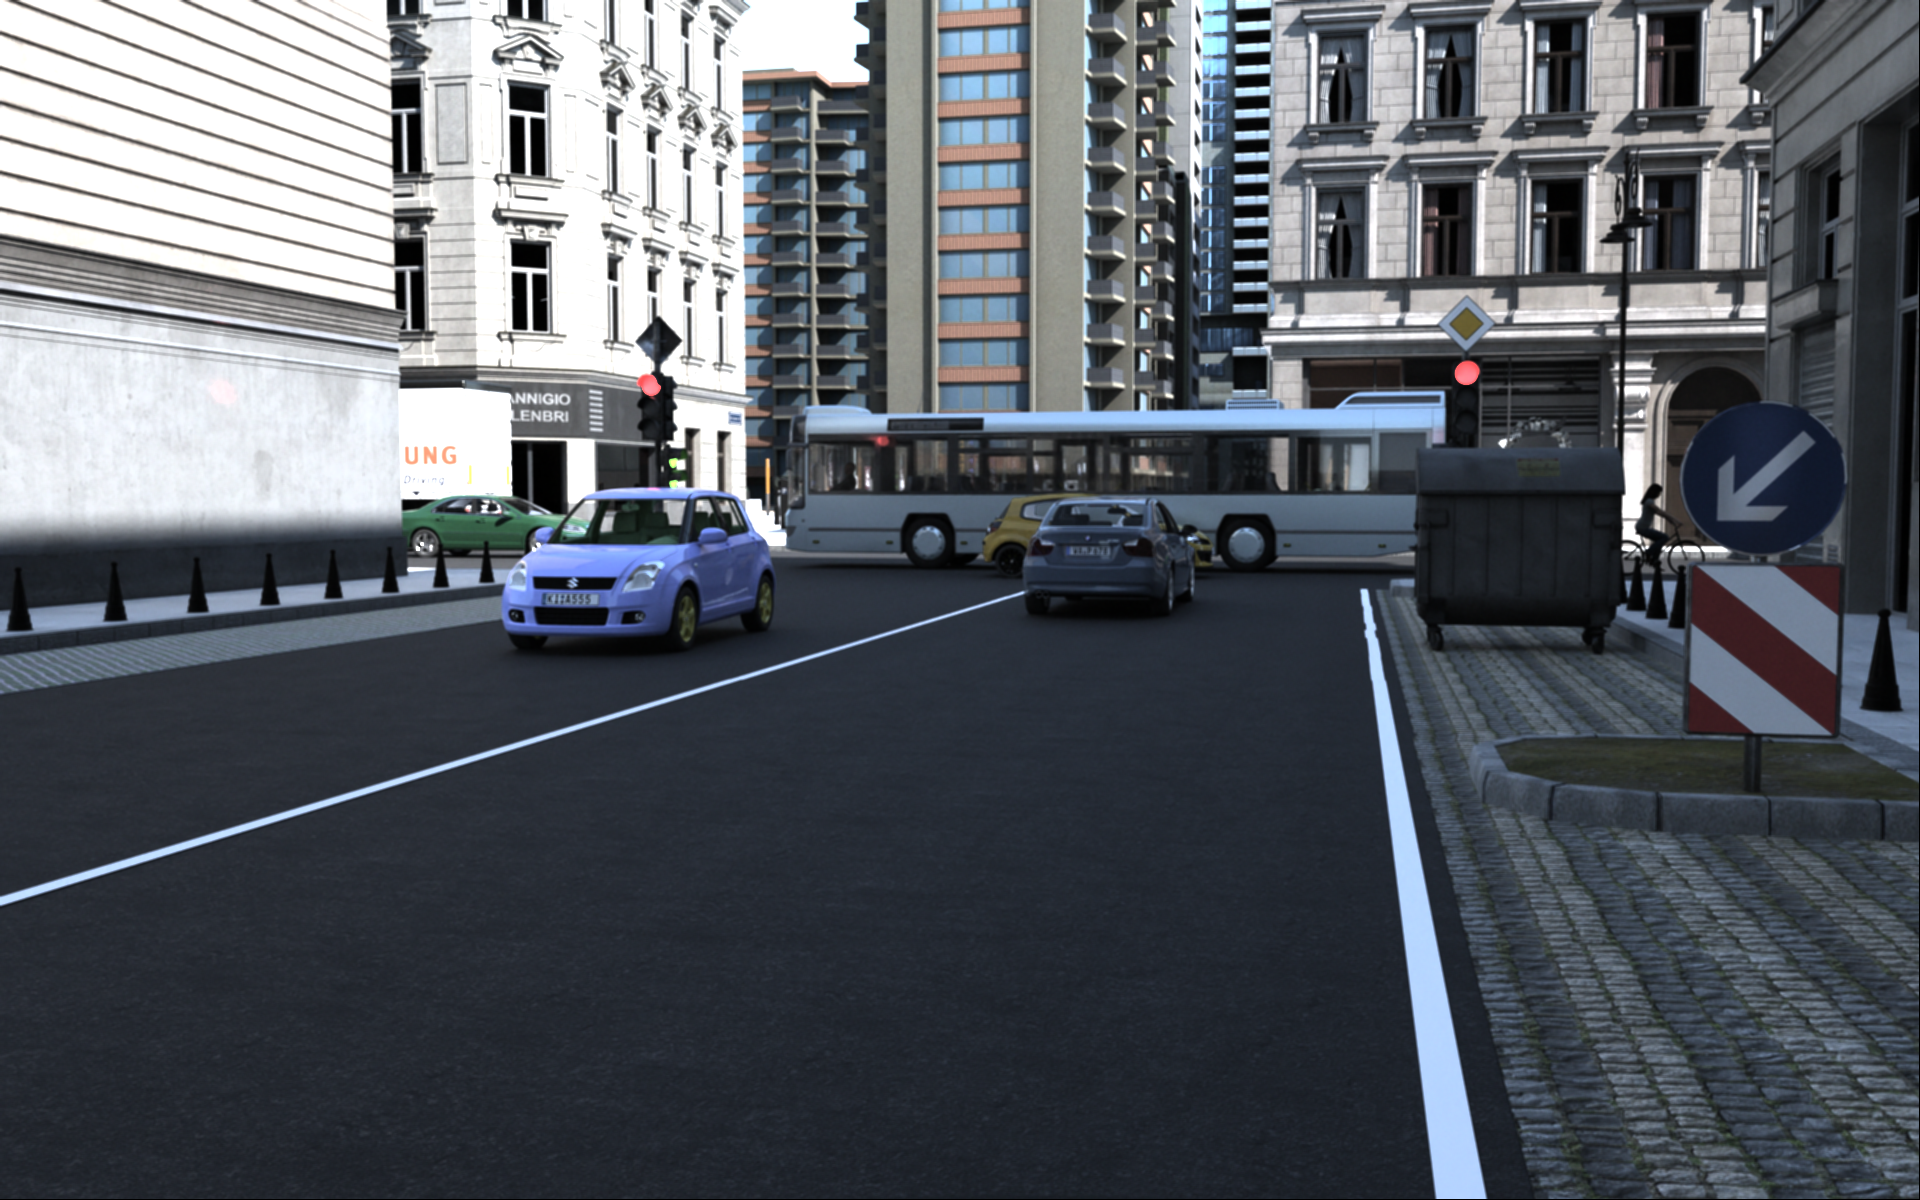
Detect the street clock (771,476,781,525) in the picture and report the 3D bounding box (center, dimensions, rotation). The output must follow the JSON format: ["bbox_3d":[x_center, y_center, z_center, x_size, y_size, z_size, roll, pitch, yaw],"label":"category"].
[{"bbox_3d":[-7.513,-4.068,71.075,0.471,2.002,0.358,-3,5,-44],"label":"street clock"}]

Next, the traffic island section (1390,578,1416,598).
[{"bbox_3d":[7.206,-0.154,24.801,2.009,0.180,2.903,1,4,13],"label":"traffic island section"}]

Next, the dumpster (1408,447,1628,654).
[{"bbox_3d":[5.119,-0.477,16.013,1.865,1.857,1.264,1,4,13],"label":"dumpster"}]

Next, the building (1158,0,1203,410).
[{"bbox_3d":[9.810,-38.690,174.575,28.212,58.520,21.231,1,4,13],"label":"building"}]

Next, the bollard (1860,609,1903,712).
[{"bbox_3d":[5.489,0.351,10.302,0.229,0.601,0.229,0,3,0],"label":"bollard"}]

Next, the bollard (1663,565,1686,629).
[{"bbox_3d":[6.905,-0.033,16.588,0.229,0.601,0.229,0,3,0],"label":"bollard"}]

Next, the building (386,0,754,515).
[{"bbox_3d":[-30.465,-17.317,59.546,44.131,29.872,17.030,1,4,13],"label":"building"}]

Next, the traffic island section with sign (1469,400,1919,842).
[{"bbox_3d":[3.475,0.029,8.150,1.989,1.847,2.006,1,4,13],"label":"traffic island section with sign"}]

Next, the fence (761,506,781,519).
[{"bbox_3d":[-9.338,-4.579,90.249,2.069,0.683,0.278,-1,4,-18],"label":"fence"}]

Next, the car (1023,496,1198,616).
[{"bbox_3d":[1.937,-0.601,21.828,2.014,1.417,4.499,1,4,13],"label":"car"}]

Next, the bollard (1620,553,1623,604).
[{"bbox_3d":[7.749,-0.264,20.354,0.229,0.601,0.229,0,3,0],"label":"bollard"}]

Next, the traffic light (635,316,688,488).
[{"bbox_3d":[-4.749,-2.350,27.350,0.839,4.253,0.868,1,4,13],"label":"traffic light"}]

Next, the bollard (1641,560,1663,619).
[{"bbox_3d":[7.183,-0.110,17.841,0.229,0.601,0.229,0,3,0],"label":"bollard"}]

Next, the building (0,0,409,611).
[{"bbox_3d":[-18.412,-10.693,23.980,18.267,20.994,9.793,1,4,13],"label":"building"}]

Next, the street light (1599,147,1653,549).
[{"bbox_3d":[9.011,-3.106,23.572,0.468,5.910,1.993,1,4,13],"label":"street light"}]

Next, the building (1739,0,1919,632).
[{"bbox_3d":[14.323,-10.589,6.414,16.112,22.955,30.059,1,4,13],"label":"building"}]

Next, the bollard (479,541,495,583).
[{"bbox_3d":[-6.859,-0.553,25.090,0.229,0.601,0.229,0,3,0],"label":"bollard"}]

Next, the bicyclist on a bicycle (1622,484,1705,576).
[{"bbox_3d":[12.164,-1.236,30.227,1.625,1.676,1.499,1,4,11],"label":"bicyclist on a bicycle"}]

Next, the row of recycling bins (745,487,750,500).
[{"bbox_3d":[-10.784,-4.358,78.369,1.069,1.692,3.534,2,4,29],"label":"row of recycling bins"}]

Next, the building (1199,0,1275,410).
[{"bbox_3d":[38.616,-54.794,208.560,31.000,86.520,22.319,1,4,13],"label":"building"}]

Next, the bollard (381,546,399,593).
[{"bbox_3d":[-7.426,-0.399,22.566,0.229,0.601,0.229,0,3,0],"label":"bollard"}]

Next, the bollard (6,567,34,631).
[{"bbox_3d":[-8.843,-0.014,16.272,0.229,0.601,0.229,0,3,0],"label":"bollard"}]

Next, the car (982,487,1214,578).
[{"bbox_3d":[2.400,-1.212,30.035,3.980,1.641,2.015,1,4,11],"label":"car"}]

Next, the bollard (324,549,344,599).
[{"bbox_3d":[-7.711,-0.322,21.306,0.229,0.601,0.229,0,3,0],"label":"bollard"}]

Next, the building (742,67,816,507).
[{"bbox_3d":[-18.801,-32.208,181.224,28.867,44.769,22.147,1,4,13],"label":"building"}]

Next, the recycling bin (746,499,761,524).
[{"bbox_3d":[-9.788,-4.195,81.141,0.722,1.027,0.722,-3,4,-37],"label":"recycling bin"}]

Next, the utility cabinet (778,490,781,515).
[{"bbox_3d":[-9.984,-5.528,99.055,0.318,1.500,1.173,-3,4,-37],"label":"utility cabinet"}]

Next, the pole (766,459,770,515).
[{"bbox_3d":[-11.053,-6.466,99.566,0.158,3.312,0.155,0,3,0],"label":"pole"}]

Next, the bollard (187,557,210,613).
[{"bbox_3d":[-8.278,-0.169,18.800,0.229,0.601,0.229,0,3,0],"label":"bollard"}]

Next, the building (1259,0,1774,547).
[{"bbox_3d":[10.038,-12.001,47.122,40.483,20.767,10.553,1,4,13],"label":"building"}]

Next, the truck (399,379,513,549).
[{"bbox_3d":[-17.225,-3.412,44.701,11.283,4.237,2.839,1,4,14],"label":"truck"}]

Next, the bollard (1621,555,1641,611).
[{"bbox_3d":[7.465,-0.187,19.095,0.229,0.601,0.229,0,3,0],"label":"bollard"}]

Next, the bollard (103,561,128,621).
[{"bbox_3d":[-8.558,-0.091,17.534,0.229,0.601,0.229,0,3,0],"label":"bollard"}]

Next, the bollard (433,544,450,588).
[{"bbox_3d":[-7.143,-0.476,23.825,0.229,0.601,0.229,0,3,0],"label":"bollard"}]

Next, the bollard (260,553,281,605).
[{"bbox_3d":[-7.994,-0.245,20.052,0.229,0.601,0.229,0,3,0],"label":"bollard"}]

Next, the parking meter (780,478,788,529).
[{"bbox_3d":[-6.356,-3.530,63.427,0.399,1.863,0.255,2,4,24],"label":"parking meter"}]

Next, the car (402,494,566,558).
[{"bbox_3d":[-10.549,-1.700,39.588,4.920,1.459,2.131,1,4,11],"label":"car"}]

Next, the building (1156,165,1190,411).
[{"bbox_3d":[12.202,-23.159,150.343,14.160,30.474,14.107,1,4,13],"label":"building"}]

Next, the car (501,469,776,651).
[{"bbox_3d":[-3.082,-0.453,17.004,1.945,1.707,3.694,1,4,11],"label":"car"}]

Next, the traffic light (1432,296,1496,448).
[{"bbox_3d":[7.169,-2.188,24.696,0.839,4.253,0.868,1,4,13],"label":"traffic light"}]

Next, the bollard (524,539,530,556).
[{"bbox_3d":[-6.576,-0.630,26.348,0.229,0.601,0.229,0,3,0],"label":"bollard"}]

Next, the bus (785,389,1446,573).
[{"bbox_3d":[2.431,-2.352,33.318,13.247,3.499,2.948,1,4,14],"label":"bus"}]

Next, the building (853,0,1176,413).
[{"bbox_3d":[4.268,-29.057,129.703,22.147,44.769,28.867,1,4,13],"label":"building"}]
